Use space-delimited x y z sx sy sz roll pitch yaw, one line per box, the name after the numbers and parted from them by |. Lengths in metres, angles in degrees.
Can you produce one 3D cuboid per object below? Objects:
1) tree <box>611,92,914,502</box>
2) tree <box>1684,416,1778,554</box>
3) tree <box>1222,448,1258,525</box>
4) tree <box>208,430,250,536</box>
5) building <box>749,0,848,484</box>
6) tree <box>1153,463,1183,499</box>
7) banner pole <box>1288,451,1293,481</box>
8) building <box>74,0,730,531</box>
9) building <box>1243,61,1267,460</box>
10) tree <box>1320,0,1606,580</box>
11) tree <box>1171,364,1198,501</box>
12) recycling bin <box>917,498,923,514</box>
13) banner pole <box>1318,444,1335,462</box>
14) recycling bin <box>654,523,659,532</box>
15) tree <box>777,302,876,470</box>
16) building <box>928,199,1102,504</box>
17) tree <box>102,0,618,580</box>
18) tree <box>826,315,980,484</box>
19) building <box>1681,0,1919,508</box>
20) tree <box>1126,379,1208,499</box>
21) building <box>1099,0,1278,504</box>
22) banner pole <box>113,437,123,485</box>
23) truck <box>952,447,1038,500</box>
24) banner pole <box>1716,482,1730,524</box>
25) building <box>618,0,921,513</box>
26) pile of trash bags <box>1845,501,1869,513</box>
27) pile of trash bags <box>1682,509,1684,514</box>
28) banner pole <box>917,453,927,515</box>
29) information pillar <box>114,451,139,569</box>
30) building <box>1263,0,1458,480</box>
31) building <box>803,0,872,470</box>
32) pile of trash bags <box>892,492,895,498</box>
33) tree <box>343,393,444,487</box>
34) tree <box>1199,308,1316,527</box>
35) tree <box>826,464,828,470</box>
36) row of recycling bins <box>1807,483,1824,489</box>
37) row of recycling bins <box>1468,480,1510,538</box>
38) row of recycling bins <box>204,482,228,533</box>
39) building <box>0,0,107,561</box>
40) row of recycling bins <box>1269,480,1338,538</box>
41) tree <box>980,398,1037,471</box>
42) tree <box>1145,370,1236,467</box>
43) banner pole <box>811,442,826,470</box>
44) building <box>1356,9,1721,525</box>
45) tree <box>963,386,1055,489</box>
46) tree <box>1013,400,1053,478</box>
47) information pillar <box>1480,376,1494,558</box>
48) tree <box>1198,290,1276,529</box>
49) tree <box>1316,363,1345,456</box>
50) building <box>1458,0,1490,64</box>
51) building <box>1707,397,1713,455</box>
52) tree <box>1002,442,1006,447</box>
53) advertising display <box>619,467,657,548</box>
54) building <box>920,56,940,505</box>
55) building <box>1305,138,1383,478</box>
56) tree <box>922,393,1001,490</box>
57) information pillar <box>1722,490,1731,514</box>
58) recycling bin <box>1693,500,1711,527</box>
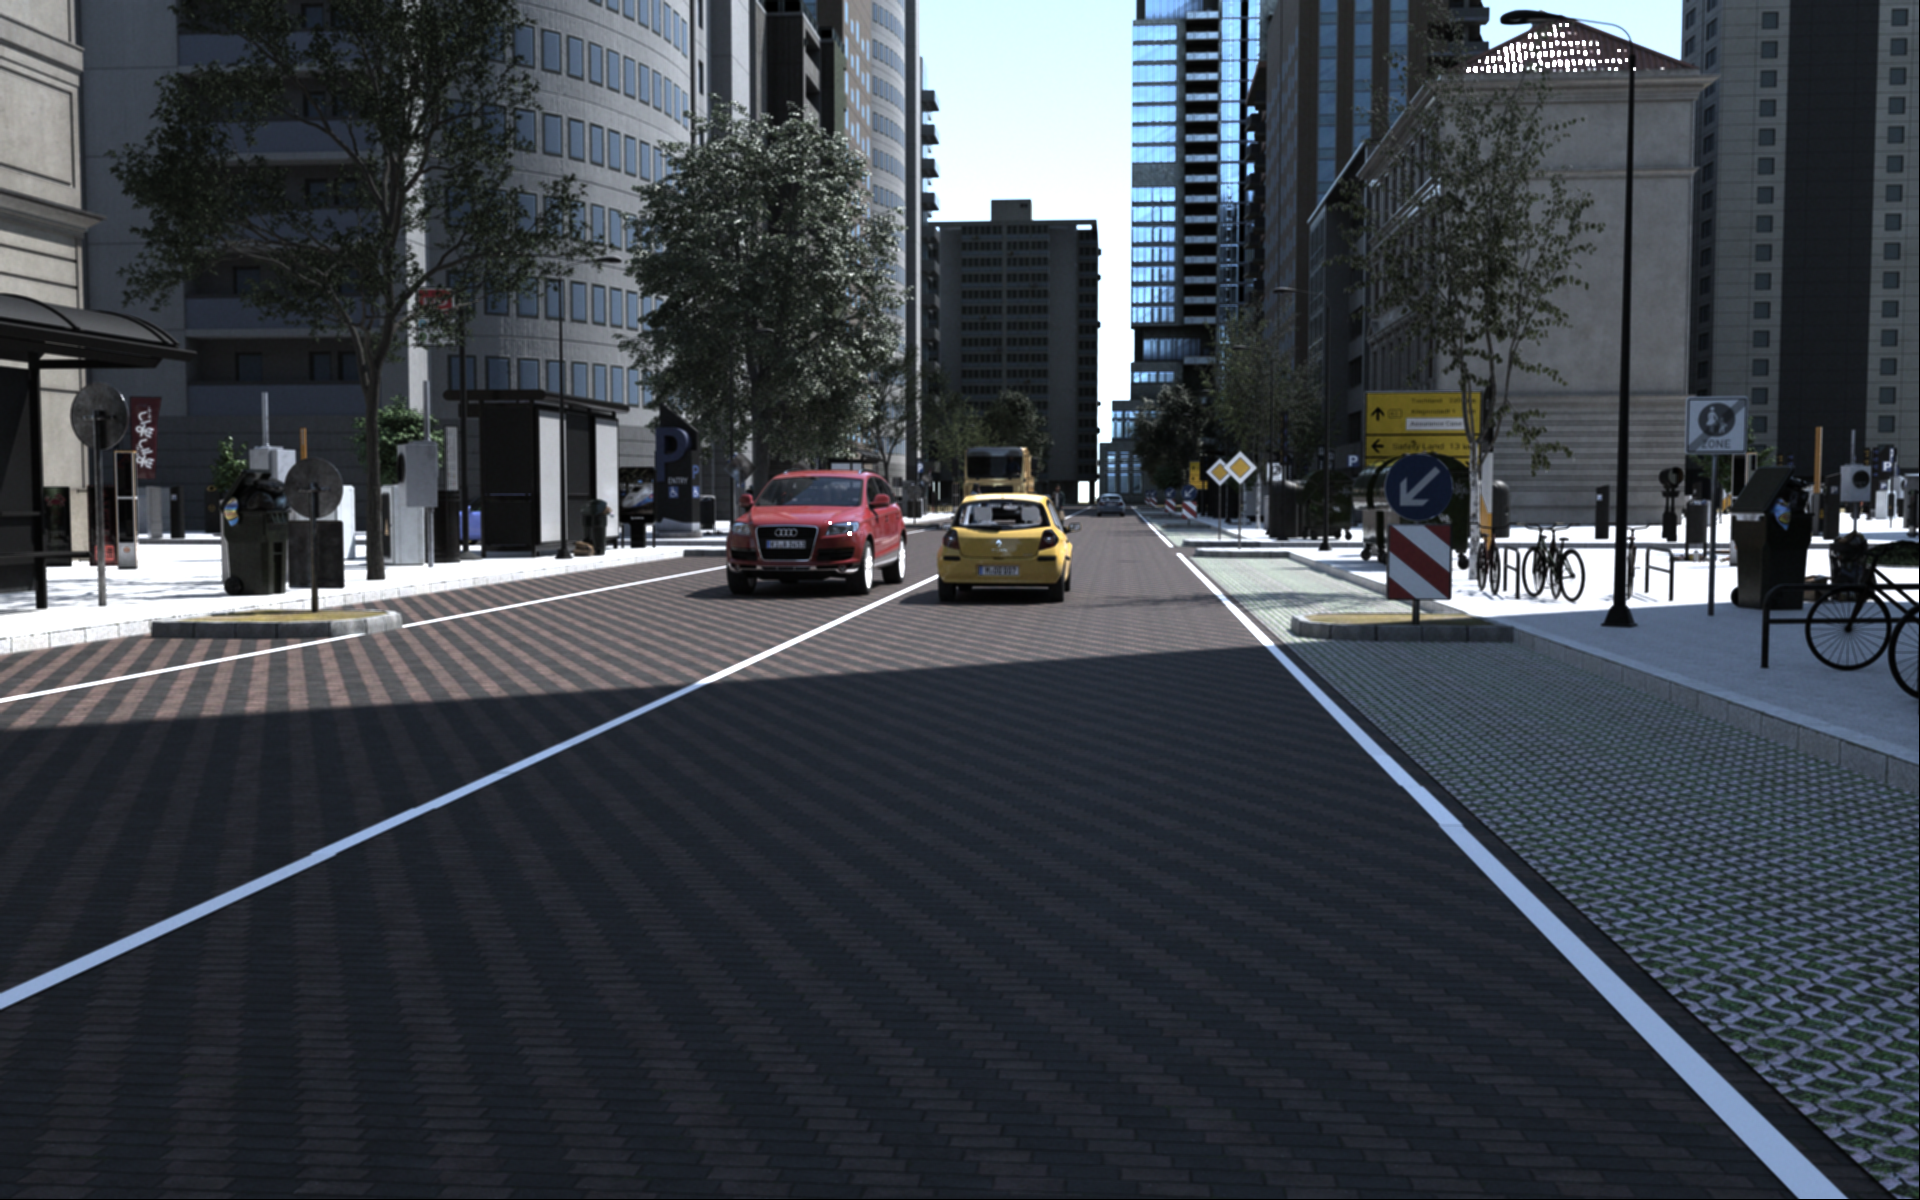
-6.386 -9.154 56.317 9.857 13.997 8.962 0 3 0 | tree
16.778 -2.610 37.275 1.663 3.219 1.824 0 3 0 | tree
11.916 -4.798 73.052 1.663 3.219 1.824 0 3 0 | tree
-22.312 -3.561 52.829 1.663 3.219 1.824 0 3 0 | tree
-14.706 -20.251 102.802 14.160 30.474 14.107 0 4 5 | building
20.605 -11.474 171.307 4.285 4.588 4.351 0 3 0 | tree
16.766 -6.056 89.035 0.863 3.779 0.401 3 4 37 | banner pole
-22.159 -32.443 72.450 21.231 58.520 28.212 0 4 5 | building
39.980 -31.750 173.733 22.147 44.769 28.867 0 4 5 | building
7.558 -4.595 25.492 4.360 8.622 3.978 0 3 0 | tree
13.232 -8.169 83.920 4.360 8.622 3.978 0 3 0 | tree
-2.790 -5.813 107.600 0.722 1.027 0.722 3 4 36 | recycling bin
18.312 -5.907 86.596 0.863 3.779 0.401 1 4 14 | banner pole
-9.553 -2.709 56.851 0.722 1.027 0.722 2 4 27 | recycling bin
-5.424 -6.979 64.462 4.737 8.622 4.395 0 3 0 | tree
6.756 -32.972 230.972 23.993 40.220 32.217 0 4 5 | building
-8.888 -5.558 25.289 8.767 10.594 7.601 1 4 21 | tree
-3.568 -9.348 87.249 8.767 10.594 7.601 0 3 0 | tree
83.007 -44.956 173.288 20.611 71.187 20.563 0 4 5 | building
23.360 -17.582 194.123 9.857 13.997 8.962 0 3 0 | tree
33.748 -55.666 222.816 31.000 86.520 22.319 0 4 5 | building
-28.015 -4.141 57.722 0.401 3.779 0.863 0 4 -2 | banner pole
1.681 -4.736 73.359 3.469 3.379 9.791 0 4 5 | truck
32.592 -5.167 74.491 0.863 3.779 0.401 -2 4 -24 | banner pole
-15.501 -37.395 153.410 21.231 58.520 28.212 0 4 5 | building
60.341 -6.502 116.062 1.912 1.369 3.447 2 4 26 | pile of trash bags
46.486 -6.308 112.884 1.912 1.369 3.447 0 4 -2 | pile of trash bags
-2.399 -7.107 106.208 0.863 3.779 0.401 -3 4 -38 | banner pole
-14.223 -1.534 29.570 0.304 2.012 0.304 -1 4 -18 | information pillar
34.293 -30.692 151.918 14.600 45.320 14.200 0 4 5 | building
-14.577 -29.463 131.834 14.600 45.320 14.200 0 4 5 | building
-4.205 -4.622 85.322 1.912 1.369 3.447 2 4 29 | pile of trash bags
-18.220 -4.429 56.132 4.285 4.588 4.351 0 3 0 | tree
11.279 -7.196 68.016 4.737 8.622 4.395 0 3 0 | tree
-6.933 -6.168 95.442 1.663 3.219 1.824 0 3 0 | tree
39.497 -4.441 79.730 1.069 1.692 3.534 1 4 18 | row of recycling bins
15.493 -2.760 52.238 1.069 1.692 3.534 -1 4 -8 | row of recycling bins
-23.502 -3.032 56.686 3.534 1.692 1.069 3 4 36 | row of recycling bins
-31.746 -11.860 27.190 30.059 22.955 16.112 0 4 5 | building
10.304 -2.734 51.806 1.069 1.692 3.534 3 5 39 | row of recycling bins
4.076 -14.278 167.859 7.601 10.594 8.767 2 4 28 | tree
17.316 -12.001 130.622 7.601 10.594 8.767 -2 4 -25 | tree
-5.765 -4.964 71.183 0.863 3.779 0.401 -1 4 -12 | banner pole
25.732 -14.969 80.902 11.583 22.565 21.152 0 4 5 | building
5.407 -16.340 184.174 9.611 12.733 9.660 0 3 0 | tree
6.963 -16.983 195.801 7.486 12.596 7.792 0 3 0 | tree
10.535 -2.645 34.607 0.183 3.616 0.504 0 4 -1 | information pillar
11.185 -6.910 63.344 4.360 8.622 3.978 0 3 0 | tree
19.036 -8.891 95.723 4.737 8.622 4.395 0 3 0 | tree
32.971 -29.798 137.302 14.600 45.320 14.200 0 4 5 | building
78.541 -36.746 220.402 30.456 49.044 23.786 0 4 5 | building
1.585 -11.822 143.644 4.737 8.622 4.395 0 3 0 | tree
-7.681 -2.208 41.311 0.974 1.923 0.123 1 4 19 | advertising display
-17.743 -34.372 181.598 30.456 49.044 23.786 0 4 5 | building
29.948 -17.557 106.117 14.314 24.678 30.058 0 4 5 | building
-0.511 -10.578 123.304 4.737 8.622 4.395 0 3 0 | tree
49.729 -7.398 112.316 0.504 3.616 0.183 0 4 5 | information pillar
29.438 -3.427 68.580 0.722 1.027 0.722 2 4 29 | recycling bin
